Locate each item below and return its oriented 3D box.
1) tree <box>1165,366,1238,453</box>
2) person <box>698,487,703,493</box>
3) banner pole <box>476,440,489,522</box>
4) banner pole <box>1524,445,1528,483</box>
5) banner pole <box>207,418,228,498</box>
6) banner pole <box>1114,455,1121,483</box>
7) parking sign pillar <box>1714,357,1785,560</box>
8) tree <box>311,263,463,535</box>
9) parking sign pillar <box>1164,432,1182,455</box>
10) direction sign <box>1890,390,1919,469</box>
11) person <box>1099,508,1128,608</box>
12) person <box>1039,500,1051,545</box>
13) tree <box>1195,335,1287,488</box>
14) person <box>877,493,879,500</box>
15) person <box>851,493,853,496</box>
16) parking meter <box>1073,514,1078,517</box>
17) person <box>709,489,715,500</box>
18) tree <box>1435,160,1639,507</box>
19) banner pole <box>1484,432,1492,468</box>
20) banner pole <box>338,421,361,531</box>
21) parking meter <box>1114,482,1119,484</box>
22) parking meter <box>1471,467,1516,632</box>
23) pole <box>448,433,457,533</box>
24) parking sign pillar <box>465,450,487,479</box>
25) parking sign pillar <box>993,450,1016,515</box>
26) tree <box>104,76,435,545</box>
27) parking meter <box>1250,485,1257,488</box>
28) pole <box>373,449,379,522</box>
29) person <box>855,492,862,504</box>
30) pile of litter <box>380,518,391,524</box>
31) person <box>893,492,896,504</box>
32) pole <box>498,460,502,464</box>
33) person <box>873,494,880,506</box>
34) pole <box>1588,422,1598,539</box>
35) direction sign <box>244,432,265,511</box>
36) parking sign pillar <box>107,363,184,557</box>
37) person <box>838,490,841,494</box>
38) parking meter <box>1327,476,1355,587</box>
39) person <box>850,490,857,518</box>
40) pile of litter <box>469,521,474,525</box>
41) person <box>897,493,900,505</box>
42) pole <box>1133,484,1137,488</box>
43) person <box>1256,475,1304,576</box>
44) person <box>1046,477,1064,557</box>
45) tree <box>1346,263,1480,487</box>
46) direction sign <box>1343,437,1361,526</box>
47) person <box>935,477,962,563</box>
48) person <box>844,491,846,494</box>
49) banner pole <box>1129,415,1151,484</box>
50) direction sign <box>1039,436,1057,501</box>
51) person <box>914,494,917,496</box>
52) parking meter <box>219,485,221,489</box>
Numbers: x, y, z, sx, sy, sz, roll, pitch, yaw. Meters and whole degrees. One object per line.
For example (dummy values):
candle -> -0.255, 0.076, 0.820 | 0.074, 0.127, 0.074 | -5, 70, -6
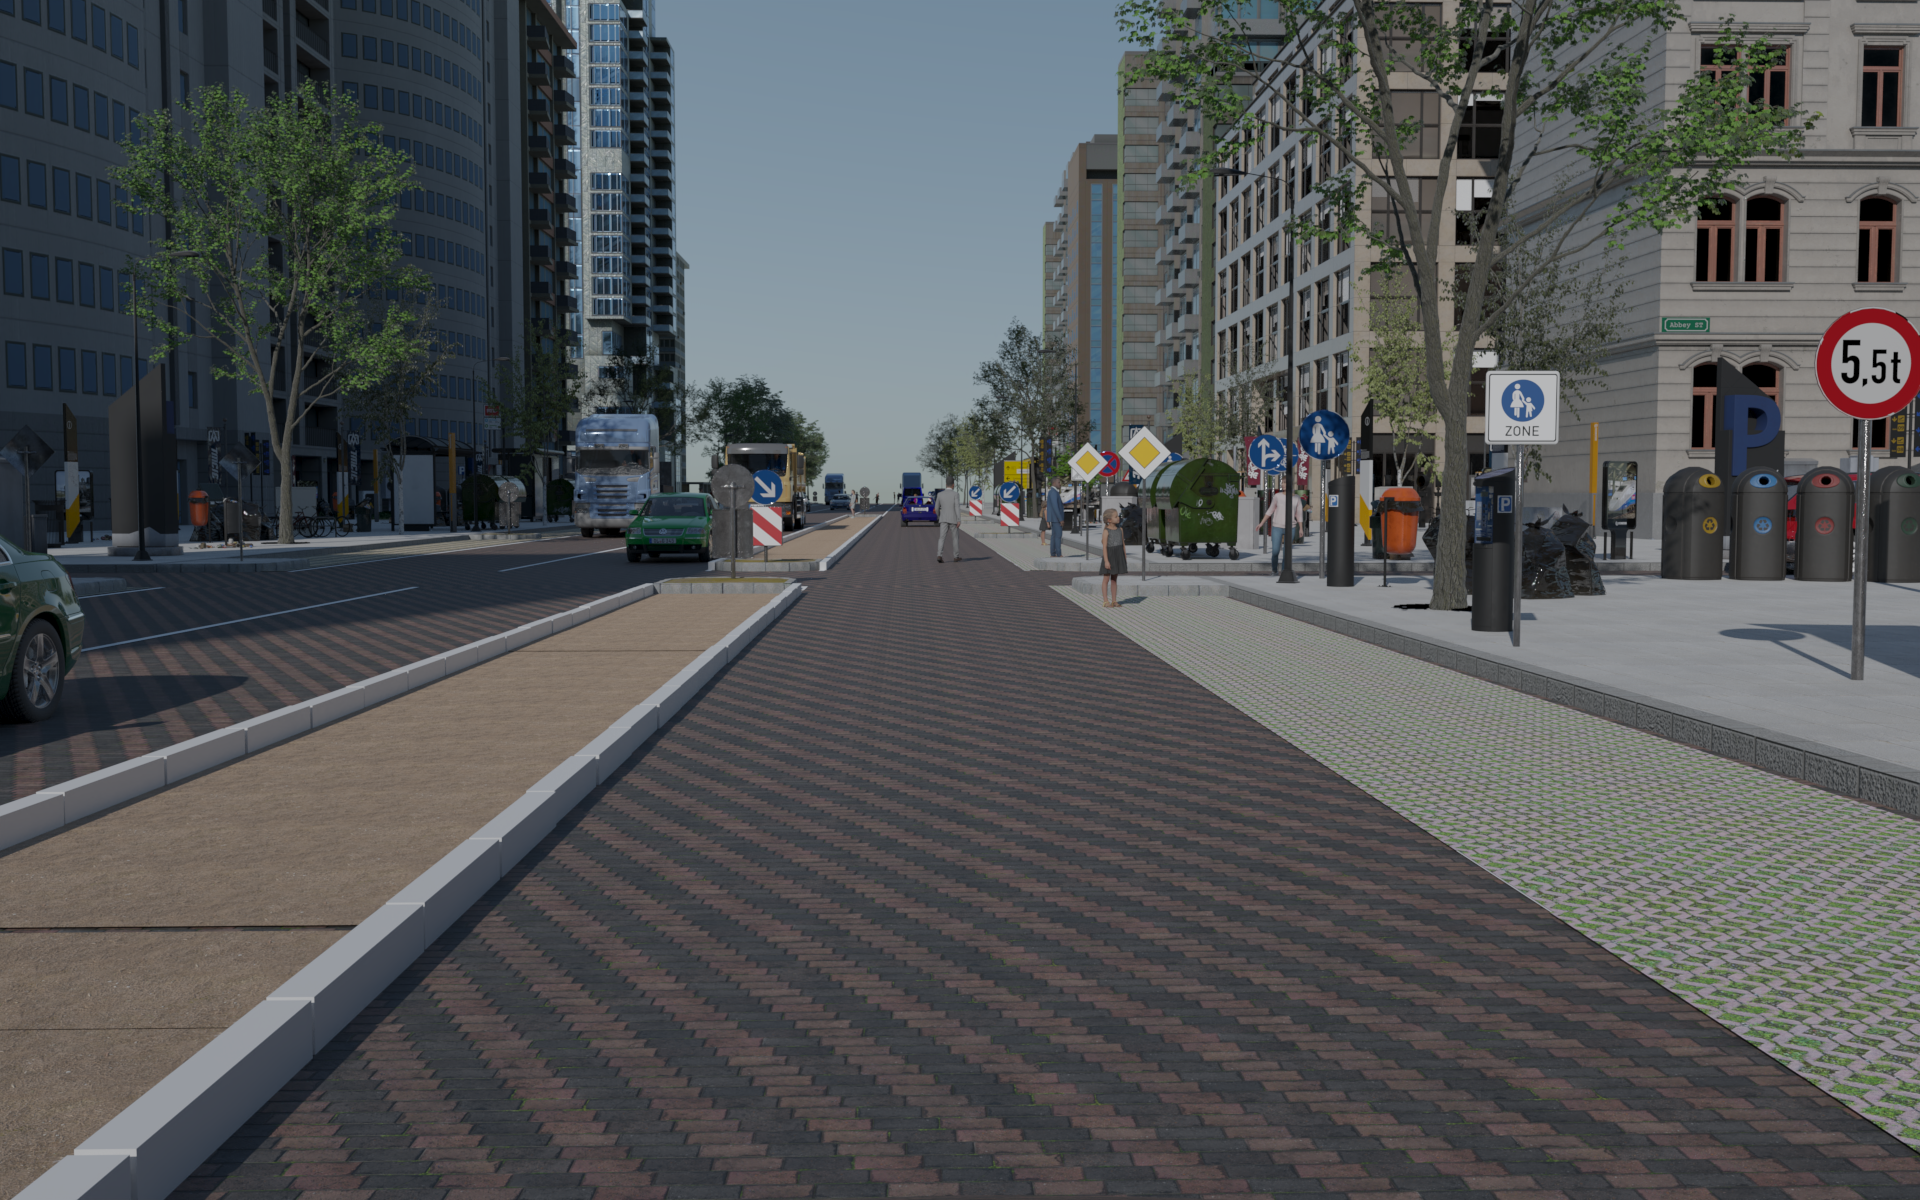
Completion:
tree -> 13.567, -9.086, 98.920 | 4.737, 8.622, 4.395 | 0, 3, 0
person -> -13.354, -4.949, 89.761 | 0.599, 1.781, 0.374 | -1, 4, -11
banner pole -> -21.934, -5.498, 79.901 | 0.401, 3.779, 0.863 | 0, 4, -3
banner pole -> 14.968, -3.422, 45.964 | 0.401, 3.779, 0.863 | 2, 4, 32
banner pole -> -24.331, -4.092, 56.921 | 0.401, 3.779, 0.863 | 3, 4, 38
banner pole -> 9.929, -7.274, 108.946 | 0.863, 3.779, 0.401 | -3, 5, -44
parking sign pillar -> 15.603, -2.798, 34.223 | 1.447, 3.967, 1.447 | -1, 4, -15
tree -> -17.909, -6.369, 54.498 | 4.360, 8.622, 3.978 | 0, 3, 0
parking sign pillar -> 8.937, -5.296, 75.063 | 1.447, 3.967, 1.447 | -1, 4, -10
direction sign -> 20.113, -2.734, 36.704 | 0.379, 3.537, 0.876 | -2, 4, -28
person -> 1.947, -0.528, 21.806 | 0.362, 1.253, 0.373 | -2, 4, -31
person -> 2.376, -2.140, 48.164 | 0.373, 1.253, 0.362 | -1, 4, -10
tree -> 12.966, -7.897, 79.476 | 4.360, 8.622, 3.978 | 0, 3, 0
person -> -11.255, -13.985, 238.616 | 0.415, 1.643, 0.593 | -1, 4, -20
person -> -11.858, -11.325, 193.534 | 0.599, 1.838, 0.709 | -2, 4, -23
parking meter -> 6.464, -5.454, 97.582 | 0.372, 1.533, 0.369 | 0, 3, 0
person -> -15.804, -6.245, 110.572 | 1.348, 1.831, 0.705 | 3, 4, 39
tree -> 12.612, -5.375, 38.241 | 4.360, 8.622, 3.978 | 0, 3, 0
banner pole -> 21.171, -4.838, 69.124 | 0.863, 3.779, 0.401 | 1, 4, 21
banner pole -> -21.084, -4.271, 59.840 | 0.863, 3.779, 0.401 | -3, 4, -38
parking meter -> 7.289, -4.544, 80.012 | 0.399, 1.863, 0.255 | 1, 4, 12
parking meter -> 4.999, -0.478, 16.229 | 0.372, 1.533, 0.369 | 0, 3, 0
pole -> -16.912, -3.908, 57.731 | 0.158, 3.312, 0.155 | 0, 3, 0
parking sign pillar -> -25.988, -6.403, 93.169 | 1.447, 3.967, 1.447 | 2, 4, 30
parking sign pillar -> 2.785, -7.221, 106.533 | 1.447, 3.967, 1.447 | 0, 4, 2
tree -> -17.358, -7.237, 44.087 | 9.928, 11.665, 9.643 | 0, 3, 0
parking meter -> 14.268, -4.790, 84.032 | 0.255, 1.863, 0.399 | 2, 4, 34
pole -> -26.683, -5.217, 79.145 | 0.158, 3.312, 0.155 | 0, 3, 0
person -> -13.561, -13.400, 228.303 | 1.217, 1.736, 0.721 | -1, 4, -17
pile of litter -> -24.537, -3.790, 75.931 | 1.719, 0.858, 1.176 | -1, 4, -13
person -> -9.290, -14.580, 247.704 | 0.721, 1.723, 1.217 | 0, 4, -4
pole -> -25.737, -6.309, 97.002 | 0.158, 3.312, 0.155 | 0, 3, 0
person -> -9.761, -11.665, 202.485 | 1.065, 1.426, 0.557 | 3, 5, 40
pole -> 18.055, -3.396, 49.370 | 0.158, 3.312, 0.155 | 0, 3, 0
direction sign -> -26.049, -4.382, 63.637 | 0.876, 3.537, 0.379 | 3, 5, 44
parking sign pillar -> -17.014, -2.912, 36.078 | 1.447, 3.967, 1.447 | 1, 4, 14
person -> -12.917, -10.802, 185.119 | 0.705, 1.824, 1.348 | 2, 4, 27
parking meter -> 5.284, -0.955, 24.019 | 0.372, 1.533, 0.369 | 0, 3, 0
person -> -6.332, -5.702, 102.726 | 0.522, 1.701, 0.512 | -2, 4, -28
pile of litter -> -21.073, -3.604, 72.896 | 1.719, 0.858, 1.176 | 3, 5, 42
person -> -8.309, -13.682, 233.674 | 0.415, 1.643, 0.593 | 1, 4, 22
pole -> 8.869, -5.748, 87.821 | 0.158, 3.312, 0.155 | 0, 3, 0
person -> 5.152, -1.153, 28.030 | 0.731, 1.740, 0.598 | 0, 4, 1
person -> 2.075, -1.762, 37.490 | 0.419, 1.800, 0.721 | -1, 4, -13
tree -> 14.129, -6.403, 55.044 | 4.737, 8.622, 4.395 | 0, 3, 0
direction sign -> 15.646, -4.702, 68.868 | 0.876, 3.537, 0.379 | 3, 4, 36
person -> -0.242, -1.678, 36.211 | 0.678, 1.792, 0.850 | 2, 4, 24
person -> -13.677, -12.102, 206.347 | 0.705, 1.826, 1.348 | -2, 4, -25
banner pole -> 5.734, -3.963, 54.813 | 0.863, 3.779, 0.401 | 1, 4, 12
direction sign -> 3.365, -4.666, 68.283 | 0.379, 3.537, 0.876 | -2, 4, -30
person -> -3.043, -6.372, 115.903 | 0.599, 1.433, 0.991 | -1, 4, -17
parking meter -> -28.498, -3.703, 66.247 | 0.399, 1.863, 0.255 | -2, 4, -35
